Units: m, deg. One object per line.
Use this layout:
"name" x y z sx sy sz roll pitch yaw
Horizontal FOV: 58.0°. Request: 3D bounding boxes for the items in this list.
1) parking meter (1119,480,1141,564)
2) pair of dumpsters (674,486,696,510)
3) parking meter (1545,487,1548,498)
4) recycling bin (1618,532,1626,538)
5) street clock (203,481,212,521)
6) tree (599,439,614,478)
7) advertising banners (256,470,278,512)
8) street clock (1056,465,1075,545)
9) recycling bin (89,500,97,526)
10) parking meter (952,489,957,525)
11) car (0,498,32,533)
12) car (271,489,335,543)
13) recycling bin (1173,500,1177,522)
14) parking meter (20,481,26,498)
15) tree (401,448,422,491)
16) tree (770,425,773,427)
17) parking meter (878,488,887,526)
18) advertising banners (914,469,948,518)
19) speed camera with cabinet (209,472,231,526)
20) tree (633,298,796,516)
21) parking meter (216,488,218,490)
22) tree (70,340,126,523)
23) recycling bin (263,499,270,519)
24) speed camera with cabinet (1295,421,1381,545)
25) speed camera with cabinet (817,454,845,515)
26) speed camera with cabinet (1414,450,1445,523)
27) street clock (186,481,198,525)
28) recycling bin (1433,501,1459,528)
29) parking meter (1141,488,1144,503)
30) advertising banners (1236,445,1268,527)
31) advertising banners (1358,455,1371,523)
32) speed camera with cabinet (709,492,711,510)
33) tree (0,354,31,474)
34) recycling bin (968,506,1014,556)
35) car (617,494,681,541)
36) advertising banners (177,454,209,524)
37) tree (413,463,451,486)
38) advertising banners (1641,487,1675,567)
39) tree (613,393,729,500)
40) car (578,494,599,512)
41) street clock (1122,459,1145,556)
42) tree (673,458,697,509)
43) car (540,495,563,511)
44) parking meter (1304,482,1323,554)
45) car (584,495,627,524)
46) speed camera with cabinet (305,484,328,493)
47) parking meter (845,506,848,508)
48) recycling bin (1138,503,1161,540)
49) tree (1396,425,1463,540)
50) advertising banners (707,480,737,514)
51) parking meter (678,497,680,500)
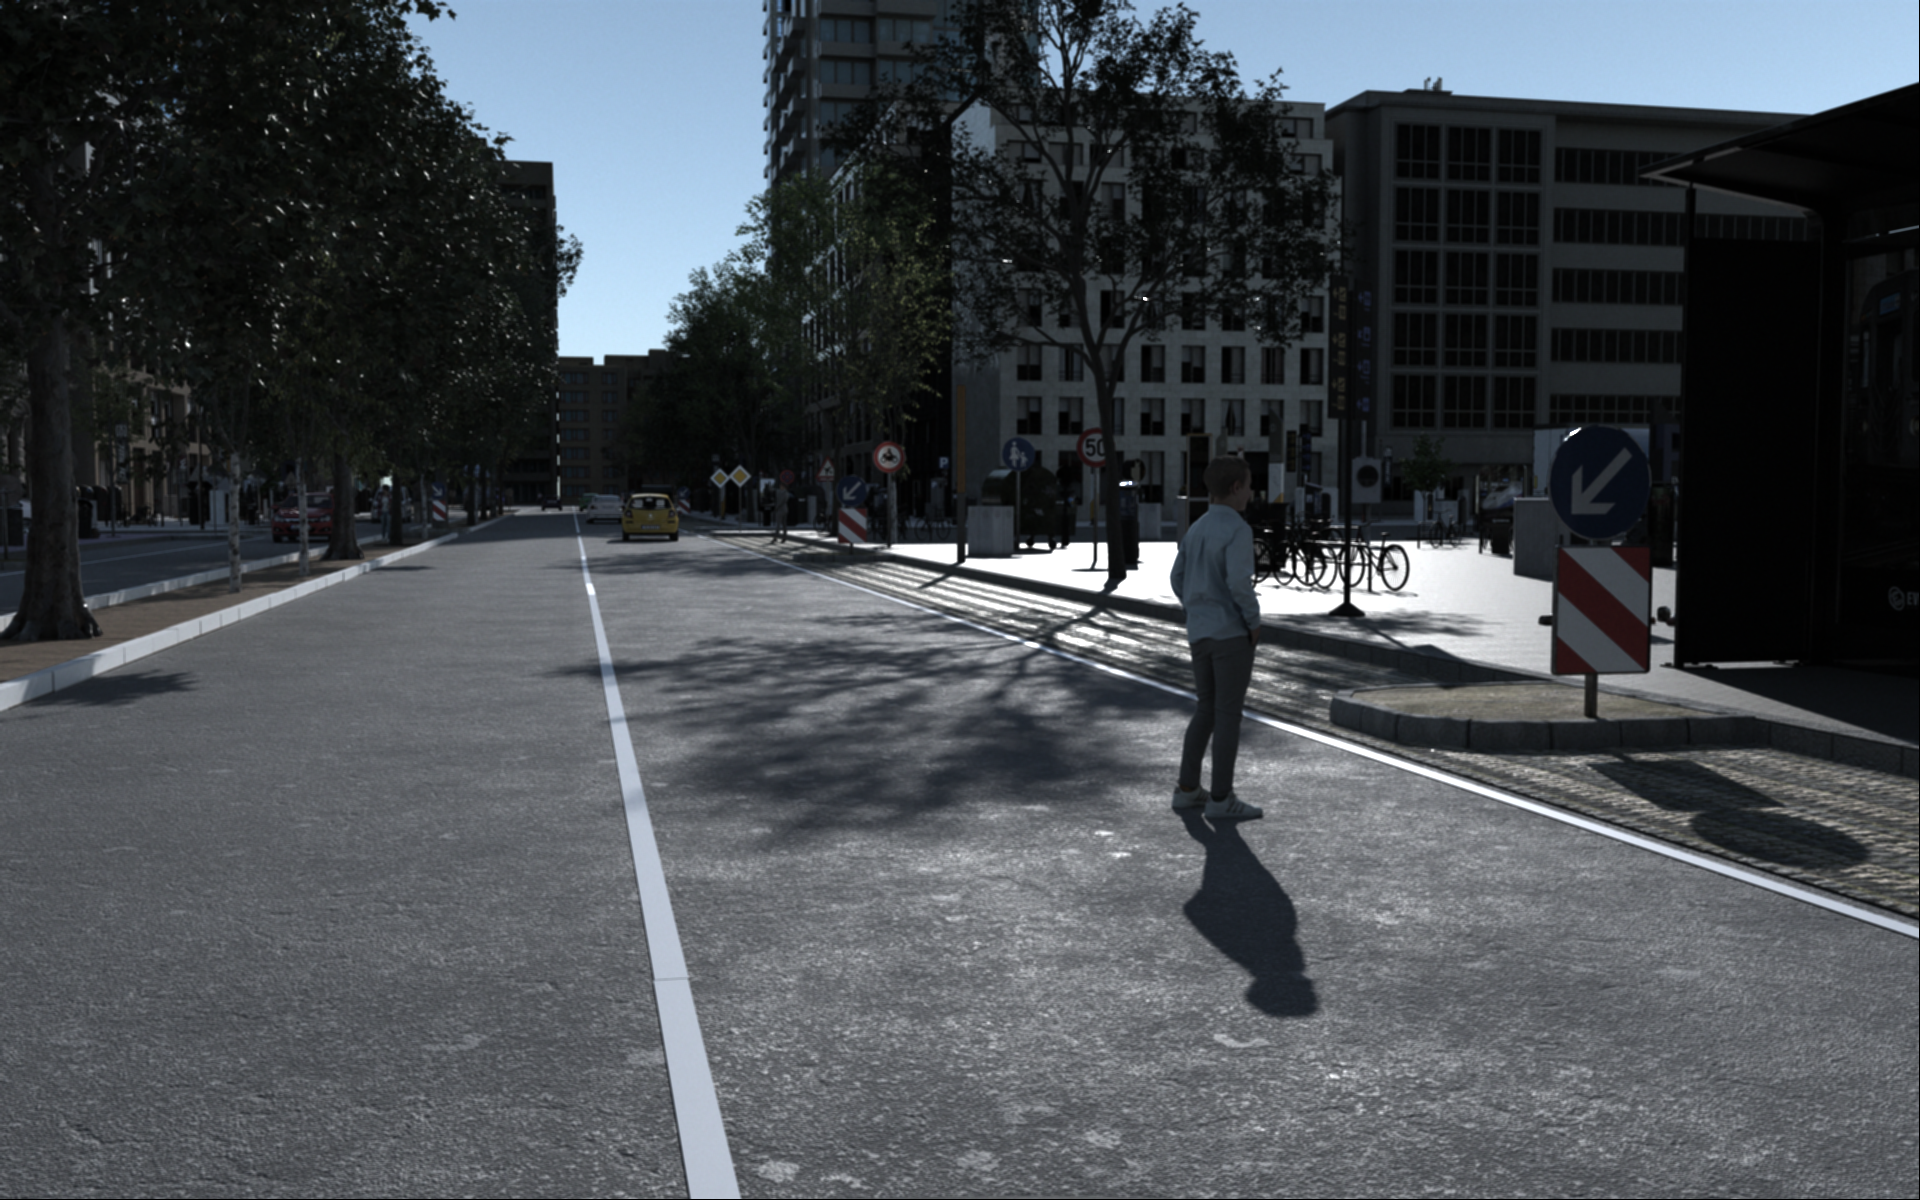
"parking meter" 3.081 -1.430 31.793 0.372 1.533 0.369 0 3 0
"pair of dumpsters" -21.744 -8.234 137.114 1.574 2.255 4.437 -1 4 -13
"parking meter" 15.214 -2.209 44.534 0.372 1.533 0.369 0 3 0
"recycling bin" 19.672 -2.380 51.466 0.722 1.027 0.722 -2 4 -32
"street clock" -36.187 -4.814 83.283 0.358 2.002 0.471 3 4 36
"tree" -40.146 -17.143 214.699 8.767 10.594 7.601 -2 4 -30
"advertising banners" -50.033 -7.844 124.444 2.074 3.025 0.090 -2 4 -34
"street clock" 2.659 -2.393 43.696 0.471 2.002 0.358 0 4 -2
"recycling bin" -34.697 -3.427 68.582 0.722 1.027 0.722 0 4 3
"parking meter" -0.150 -3.827 70.990 0.372 1.533 0.369 0 3 0
"car" -32.280 -2.769 57.631 4.827 1.381 2.083 -1 4 -12
"car" -19.681 -2.660 52.535 2.155 1.783 4.494 -1 4 -13
"recycling bin" 10.293 -4.132 80.118 0.722 1.027 0.722 -1 4 -8
"parking meter" -41.372 -4.316 76.284 0.399 1.863 0.255 1 4 18
"tree" -45.299 -11.561 139.384 4.360 8.622 3.978 0 3 0
"tree" -10.890 -10.176 116.742 4.360 8.622 3.978 0 3 0
"parking meter" -3.147 -3.799 70.530 0.372 1.533 0.369 0 3 0
"advertising banners" -1.491 -5.914 92.889 2.074 3.025 0.090 -2 4 -24
"speed camera with cabinet" -29.920 -4.644 70.272 0.660 3.252 2.038 -1 4 -11
"tree" -14.277 -11.261 101.124 9.611 12.733 9.660 0 3 0
"parking meter" -31.676 -4.027 74.257 0.372 1.533 0.369 0 3 0
"tree" -36.971 -7.643 75.326 4.737 8.622 4.395 0 3 0
"recycling bin" -36.003 -4.786 90.797 0.722 1.027 0.722 3 4 38
"speed camera with cabinet" 9.519 -3.015 43.636 2.038 3.252 0.660 0 4 -1
"speed camera with cabinet" -6.354 -5.552 85.117 0.660 3.252 2.038 -2 4 -31
"speed camera with cabinet" 20.993 -5.080 77.393 0.660 3.252 2.038 3 4 38
"street clock" -31.899 -4.122 71.963 0.471 2.002 0.358 -1 4 -17
"recycling bin" 18.256 -3.214 65.095 0.722 1.027 0.722 -1 4 -14
"parking meter" 7.265 -3.771 70.073 0.372 1.533 0.369 0 3 0
"advertising banners" 10.549 -4.063 62.624 0.090 3.025 2.074 3 5 43
"advertising banners" 17.866 -4.918 76.593 0.090 3.025 2.074 0 4 -2
"speed camera with cabinet" -18.927 -8.656 135.867 2.038 3.252 0.660 0 4 -3
"tree" -34.895 -6.842 62.223 4.360 8.622 3.978 0 3 0
"recycling bin" 0.647 -1.467 36.534 0.722 1.027 0.722 3 5 44
"car" -9.684 -2.678 54.006 2.015 1.641 3.980 -1 4 -11
"advertising banners" -33.001 -4.830 75.152 2.074 3.025 0.090 1 4 8
"tree" -56.287 -12.361 185.820 4.285 4.588 4.351 0 3 0
"advertising banners" 13.095 -2.095 30.439 2.074 3.025 0.090 1 4 14
"tree" -20.501 -11.892 128.840 7.601 10.594 8.767 0 4 7
"car" -30.662 -8.252 143.718 1.959 1.807 4.718 -1 4 -14
"street clock" 3.569 -1.899 35.621 0.471 2.002 0.358 -3 5 -42
"tree" -24.246 -12.146 148.941 4.737 8.622 4.395 0 3 0
"car" -35.315 -8.395 149.832 1.945 1.354 3.894 -1 4 -14
"parking meter" 7.531 -1.743 36.915 0.372 1.533 0.369 0 3 0
"car" -17.314 -4.428 84.760 2.083 1.381 4.827 -1 4 -14
"speed camera with cabinet" -40.690 -6.984 108.521 2.038 3.252 0.660 0 4 -3
"parking meter" -5.926 -4.933 89.059 0.372 1.533 0.369 0 3 0
"recycling bin" 5.238 -2.196 48.460 0.722 1.027 0.722 1 4 12
"tree" 13.035 -3.319 48.872 1.663 3.219 1.824 0 3 0
"advertising banners" -15.025 -6.888 108.805 2.074 3.025 0.090 -2 4 -28
"parking meter" -21.343 -7.562 132.045 0.372 1.533 0.369 0 3 0
